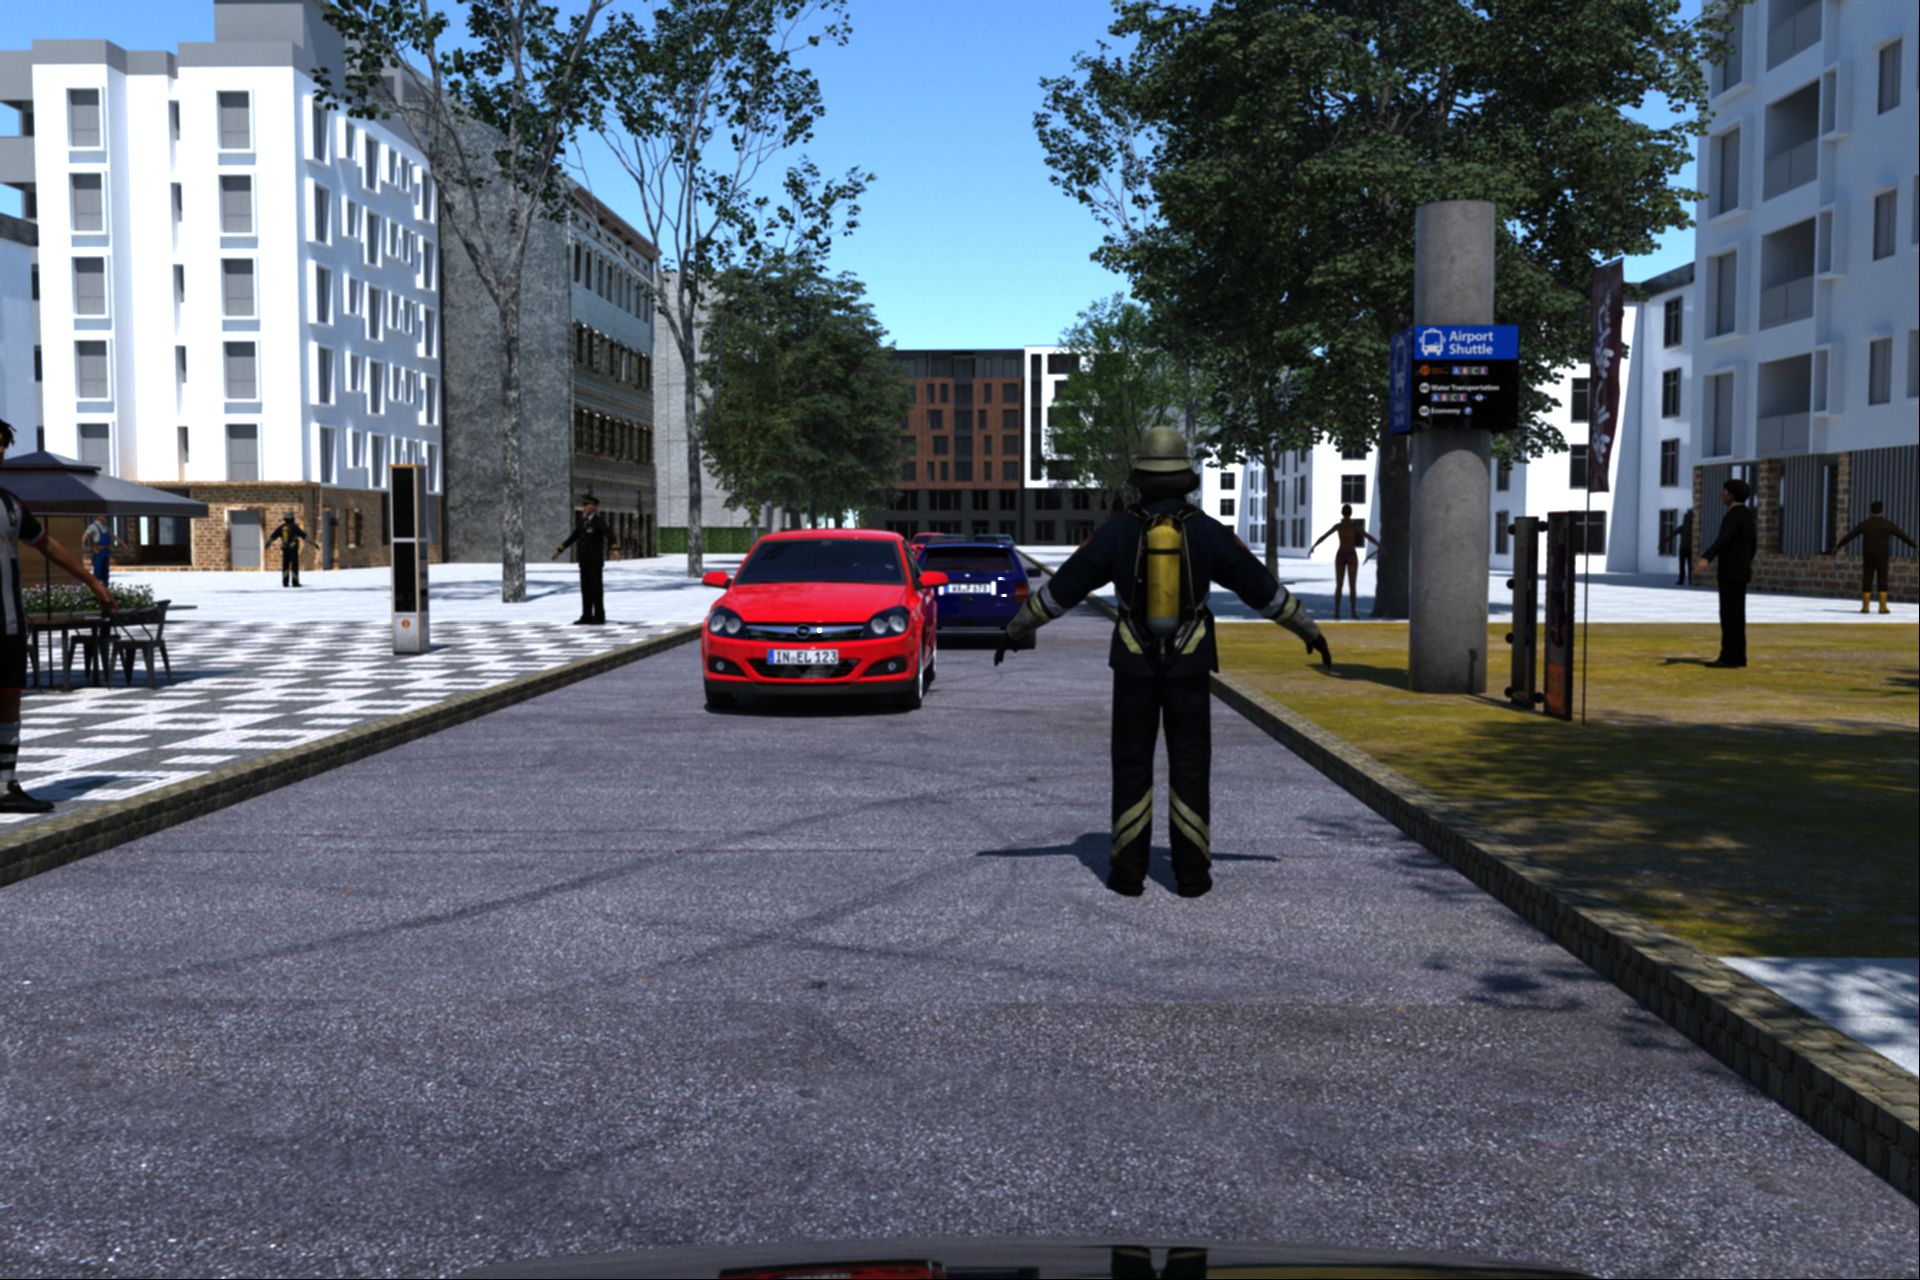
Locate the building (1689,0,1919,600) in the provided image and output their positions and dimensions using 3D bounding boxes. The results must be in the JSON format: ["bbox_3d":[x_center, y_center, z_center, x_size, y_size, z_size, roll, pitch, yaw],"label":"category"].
[{"bbox_3d":[22.805,-11.214,39.773,16.016,20.090,11.380,0,4,1],"label":"building"}]

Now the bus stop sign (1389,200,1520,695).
[{"bbox_3d":[3.980,-1.530,14.033,0.837,3.901,0.837,0,4,2],"label":"bus stop sign"}]

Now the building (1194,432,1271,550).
[{"bbox_3d":[25.055,-12.526,146.945,9.099,9.664,28.070,0,4,1],"label":"building"}]

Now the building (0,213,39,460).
[{"bbox_3d":[-26.110,-5.569,33.196,9.099,9.664,28.070,0,4,1],"label":"building"}]

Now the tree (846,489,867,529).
[{"bbox_3d":[-6.761,-9.749,109.751,4.737,8.622,4.395,0,3,0],"label":"tree"}]

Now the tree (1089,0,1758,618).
[{"bbox_3d":[6.636,-7.309,26.157,9.857,13.997,8.962,0,3,0],"label":"tree"}]

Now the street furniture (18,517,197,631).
[{"bbox_3d":[-15.280,-0.928,22.025,11.010,1.723,9.812,1,4,16],"label":"street furniture"}]

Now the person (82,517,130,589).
[{"bbox_3d":[-18.183,-1.887,36.708,0.705,1.847,1.347,1,4,16],"label":"person"}]

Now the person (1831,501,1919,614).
[{"bbox_3d":[14.787,-1.334,27.956,1.346,1.812,0.704,2,4,35],"label":"person"}]

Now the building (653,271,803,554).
[{"bbox_3d":[-22.204,-16.273,132.522,16.747,18.905,31.486,0,4,1],"label":"building"}]

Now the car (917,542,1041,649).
[{"bbox_3d":[0.121,-0.636,22.986,1.945,1.354,3.894,0,4,1],"label":"car"}]

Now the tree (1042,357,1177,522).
[{"bbox_3d":[8.616,-10.607,99.178,9.928,11.665,9.643,0,3,0],"label":"tree"}]

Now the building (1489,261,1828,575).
[{"bbox_3d":[23.458,-7.085,57.985,9.099,9.664,28.070,0,4,1],"label":"building"}]

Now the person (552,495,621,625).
[{"bbox_3d":[-5.237,-1.134,24.482,1.347,1.837,0.705,2,4,35],"label":"person"}]

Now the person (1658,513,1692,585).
[{"bbox_3d":[18.363,-2.303,43.788,1.348,1.813,0.705,0,4,4],"label":"person"}]

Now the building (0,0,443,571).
[{"bbox_3d":[-27.383,-12.531,61.296,16.016,20.090,11.380,0,4,0],"label":"building"}]

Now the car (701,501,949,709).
[{"bbox_3d":[-1.161,-0.400,15.575,2.155,1.783,4.494,0,4,2],"label":"car"}]

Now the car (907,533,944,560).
[{"bbox_3d":[-1.207,-3.794,71.077,2.155,1.783,4.494,0,4,2],"label":"car"}]

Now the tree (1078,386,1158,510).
[{"bbox_3d":[8.414,-8.243,85.128,4.360,8.622,3.978,0,3,0],"label":"tree"}]

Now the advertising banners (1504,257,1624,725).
[{"bbox_3d":[4.183,-0.971,12.058,0.090,3.025,2.074,0,4,0],"label":"advertising banners"}]

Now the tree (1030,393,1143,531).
[{"bbox_3d":[8.446,-10.716,109.611,8.767,10.594,7.601,1,4,10],"label":"tree"}]

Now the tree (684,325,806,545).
[{"bbox_3d":[-7.367,-6.728,60.360,4.737,8.622,4.395,0,3,0],"label":"tree"}]

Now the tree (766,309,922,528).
[{"bbox_3d":[-6.984,-11.677,97.572,9.857,13.997,8.962,0,3,0],"label":"tree"}]

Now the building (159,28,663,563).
[{"bbox_3d":[-25.909,-15.493,84.247,19.493,23.208,18.063,0,4,2],"label":"building"}]

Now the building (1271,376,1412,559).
[{"bbox_3d":[22.274,-8.893,87.549,9.099,9.664,28.070,0,4,1],"label":"building"}]

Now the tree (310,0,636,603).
[{"bbox_3d":[-9.791,-10.788,32.272,12.611,20.169,13.585,0,3,0],"label":"tree"}]

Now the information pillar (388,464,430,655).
[{"bbox_3d":[-5.847,-0.851,18.402,0.304,2.012,0.304,0,4,3],"label":"information pillar"}]

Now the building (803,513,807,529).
[{"bbox_3d":[-25.010,-18.348,166.452,16.747,18.905,31.486,0,4,2],"label":"building"}]

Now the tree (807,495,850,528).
[{"bbox_3d":[-15.203,-17.392,202.488,7.486,12.596,7.792,0,3,0],"label":"tree"}]

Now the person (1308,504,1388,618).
[{"bbox_3d":[5.914,-1.202,26.450,1.217,1.733,0.721,1,4,22],"label":"person"}]

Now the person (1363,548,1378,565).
[{"bbox_3d":[7.101,-1.168,28.356,0.991,1.433,0.599,1,4,9],"label":"person"}]

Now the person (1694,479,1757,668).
[{"bbox_3d":[7.414,-0.641,16.666,0.705,1.806,1.347,3,5,42],"label":"person"}]

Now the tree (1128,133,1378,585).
[{"bbox_3d":[7.868,-7.243,44.172,9.928,11.665,9.643,0,3,0],"label":"tree"}]

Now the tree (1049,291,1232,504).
[{"bbox_3d":[7.604,-9.015,73.147,9.928,11.665,9.643,0,3,0],"label":"tree"}]

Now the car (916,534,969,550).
[{"bbox_3d":[-0.387,-2.818,55.853,2.009,1.686,4.222,0,4,1],"label":"car"}]

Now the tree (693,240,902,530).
[{"bbox_3d":[-7.147,-10.250,74.237,9.857,13.997,8.962,0,3,0],"label":"tree"}]

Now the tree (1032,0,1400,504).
[{"bbox_3d":[9.260,-12.457,59.563,12.611,20.169,13.585,0,3,0],"label":"tree"}]

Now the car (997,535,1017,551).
[{"bbox_3d":[2.285,-5.348,99.444,2.014,1.417,4.499,0,4,0],"label":"car"}]

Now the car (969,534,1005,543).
[{"bbox_3d":[1.396,-5.082,92.876,2.009,1.686,4.222,0,4,1],"label":"car"}]

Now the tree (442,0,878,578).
[{"bbox_3d":[-8.571,-11.801,48.831,12.611,20.169,13.585,0,3,0],"label":"tree"}]

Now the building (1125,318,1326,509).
[{"bbox_3d":[26.533,-20.909,172.798,19.493,23.208,18.063,0,4,1],"label":"building"}]

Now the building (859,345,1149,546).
[{"bbox_3d":[5.686,-21.661,200.581,32.646,21.610,27.936,0,4,4],"label":"building"}]

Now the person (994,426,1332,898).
[{"bbox_3d":[0.805,0.081,6.914,1.354,1.856,0.705,0,4,6],"label":"person"}]

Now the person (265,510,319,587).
[{"bbox_3d":[-16.193,-2.210,41.905,1.354,1.856,0.705,0,4,5],"label":"person"}]

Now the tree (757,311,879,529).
[{"bbox_3d":[-7.803,-10.347,87.305,7.486,12.596,7.792,0,3,0],"label":"tree"}]

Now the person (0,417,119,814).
[{"bbox_3d":[-4.368,-0.101,7.793,0.704,1.843,1.345,1,4,16],"label":"person"}]
